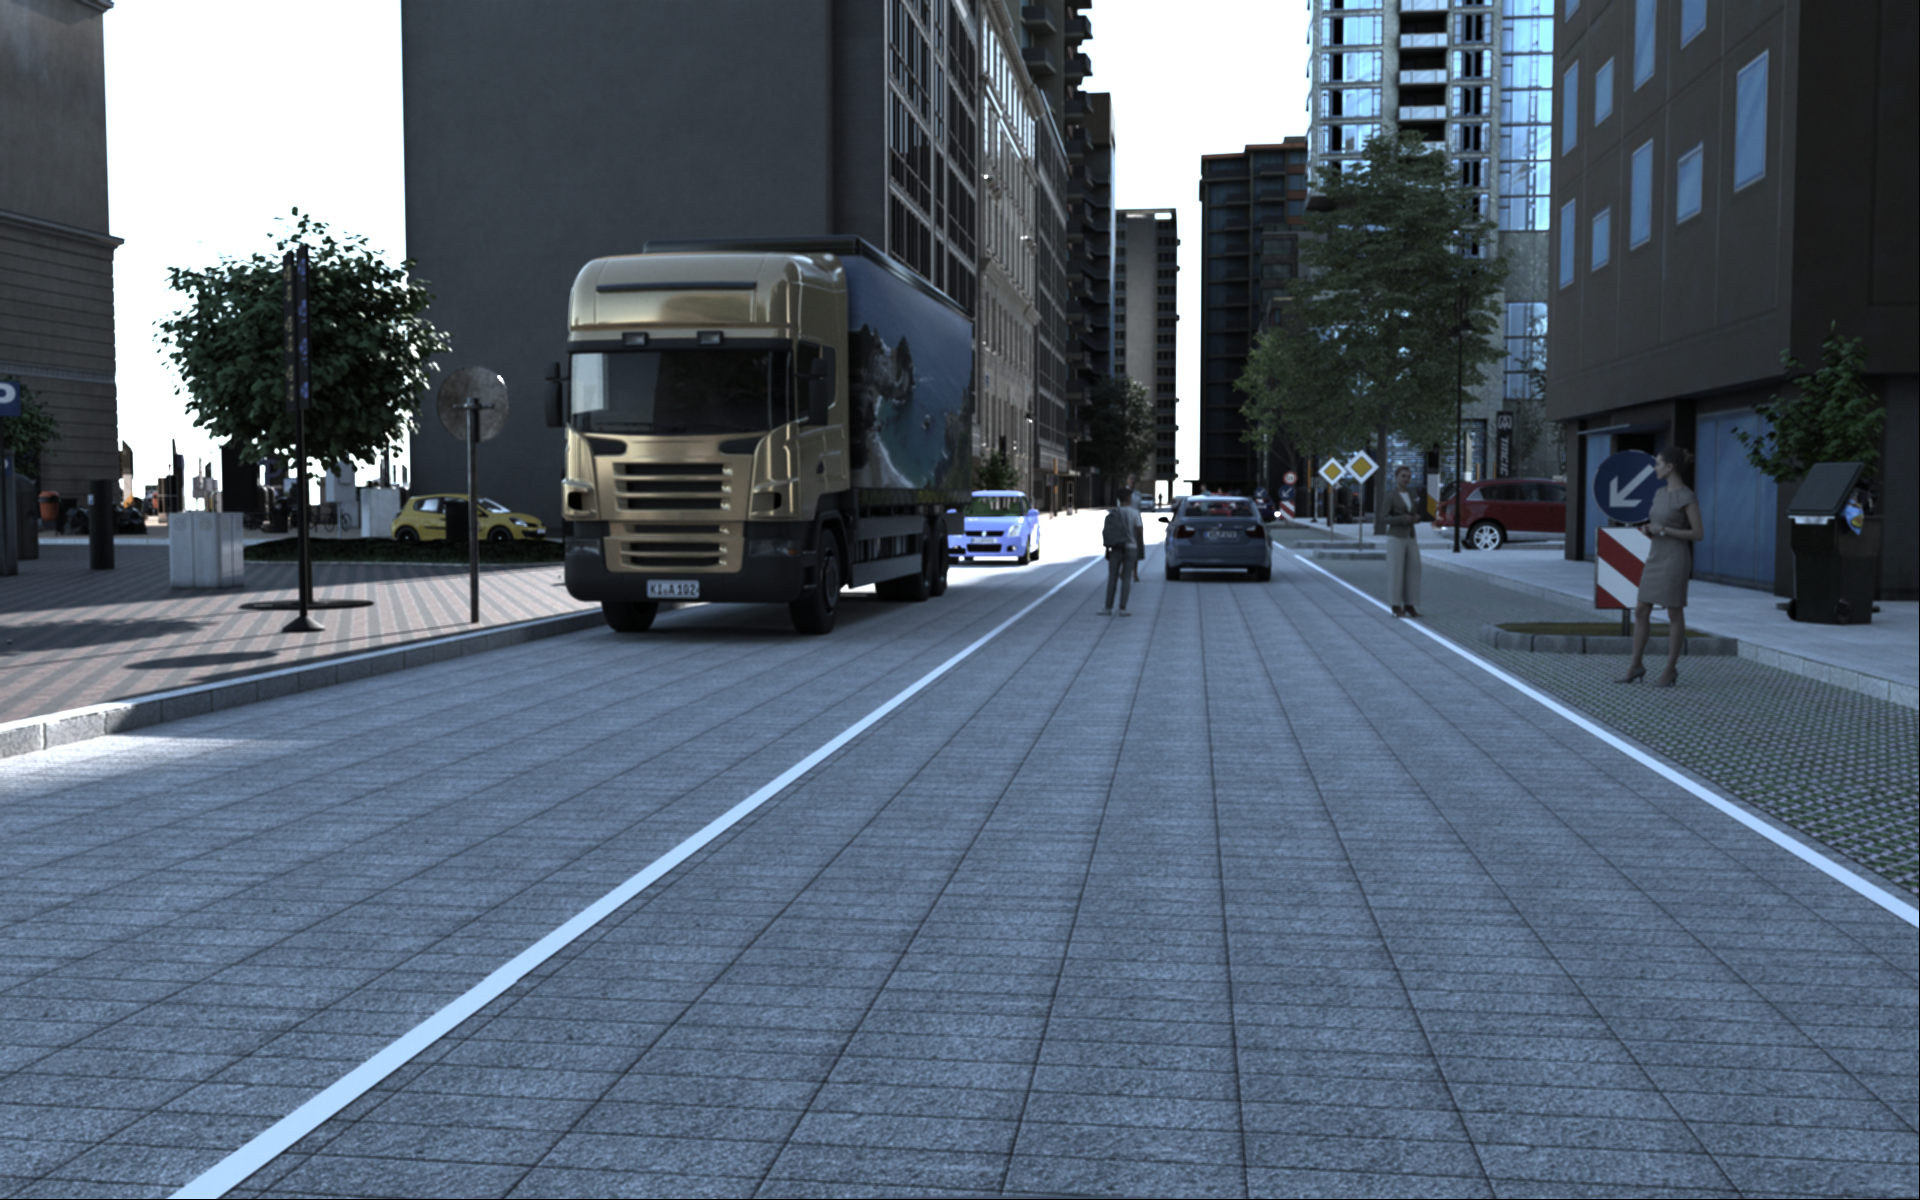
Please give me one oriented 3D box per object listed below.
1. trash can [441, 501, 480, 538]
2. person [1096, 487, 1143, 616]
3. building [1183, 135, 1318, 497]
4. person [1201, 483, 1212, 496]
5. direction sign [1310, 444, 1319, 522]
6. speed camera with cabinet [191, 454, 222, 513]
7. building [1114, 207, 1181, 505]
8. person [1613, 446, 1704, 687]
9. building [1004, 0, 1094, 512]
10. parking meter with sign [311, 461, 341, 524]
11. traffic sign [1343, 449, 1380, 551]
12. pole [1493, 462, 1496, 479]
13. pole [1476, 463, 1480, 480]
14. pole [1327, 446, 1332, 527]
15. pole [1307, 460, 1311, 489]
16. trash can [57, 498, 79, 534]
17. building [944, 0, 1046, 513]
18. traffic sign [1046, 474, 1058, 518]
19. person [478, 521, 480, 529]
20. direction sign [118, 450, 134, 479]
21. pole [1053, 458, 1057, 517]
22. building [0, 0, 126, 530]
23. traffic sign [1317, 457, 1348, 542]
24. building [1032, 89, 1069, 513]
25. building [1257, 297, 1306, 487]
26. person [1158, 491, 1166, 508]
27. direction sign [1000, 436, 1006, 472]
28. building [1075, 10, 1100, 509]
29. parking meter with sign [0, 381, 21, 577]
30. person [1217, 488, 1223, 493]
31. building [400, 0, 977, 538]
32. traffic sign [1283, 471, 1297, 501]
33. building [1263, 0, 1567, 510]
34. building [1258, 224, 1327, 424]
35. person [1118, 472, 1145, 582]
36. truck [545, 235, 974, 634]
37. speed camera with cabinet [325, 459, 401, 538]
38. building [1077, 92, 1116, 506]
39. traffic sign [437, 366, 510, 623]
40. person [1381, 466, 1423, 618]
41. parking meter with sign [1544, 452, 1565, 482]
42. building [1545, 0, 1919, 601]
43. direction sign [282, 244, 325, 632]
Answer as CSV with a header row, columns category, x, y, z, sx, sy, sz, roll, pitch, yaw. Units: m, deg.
category,x,y,z,sx,sy,sz,roll,pitch,yaw
trash can,-10.045,-1.421,34.887,0.748,1.137,0.748,0,3,0
person,1.878,-0.571,20.424,0.503,1.515,0.523,-1,4,-19
building,42.296,-34.233,214.326,28.867,44.769,22.147,0,4,8
person,8.844,-3.260,61.826,0.620,1.820,0.660,-2,4,-35
direction sign,16.107,-5.302,78.683,0.379,3.537,0.876,-1,4,-12
speed camera with cabinet,-37.221,-5.633,86.428,2.038,3.252,0.660,-2,4,-30
building,16.192,-32.456,222.538,23.993,40.220,32.217,0,4,8
person,5.168,-0.242,12.790,0.374,1.781,0.599,-1,4,-17
building,-0.900,-29.579,138.233,22.147,44.769,28.867,0,4,8
parking meter with sign,-26.741,-4.719,73.415,1.738,3.016,0.543,1,4,21
traffic sign,8.969,-2.147,38.747,0.795,2.450,0.064,0,4,8
pole,34.292,-7.170,111.079,0.158,3.312,0.155,0,3,0
pole,34.383,-7.413,115.051,0.158,3.312,0.155,0,3,0
pole,14.592,-4.552,68.266,0.158,3.312,0.155,0,3,0
pole,20.697,-6.657,102.681,0.158,3.312,0.155,0,3,0
trash can,-29.020,-2.728,56.257,0.748,1.137,0.748,0,3,0
building,-3.039,-17.609,85.162,12.463,27.353,25.104,0,4,8
traffic sign,4.696,-5.277,88.403,0.606,2.300,0.079,1,4,17
person,-12.393,-1.853,43.817,0.505,1.210,0.382,-1,4,-16
direction sign,-43.434,-6.010,90.253,0.379,3.537,0.876,2,4,30
pole,5.428,-6.400,98.482,0.158,3.312,0.155,0,3,0
building,-42.367,-16.770,60.087,20.117,28.700,13.634,0,4,8
traffic sign,10.024,-2.631,46.662,0.795,2.450,0.064,0,4,8
building,-1.073,-19.342,109.756,14.314,27.812,24.014,0,4,8
building,42.846,-19.548,164.650,27.650,21.520,28.899,0,4,8
person,20.824,-10.372,178.610,0.750,1.759,0.617,-1,4,-17
direction sign,1.671,-4.630,67.692,0.379,3.537,0.876,-1,4,-13
building,2.814,-44.321,162.892,20.563,71.187,20.611,0,4,8
parking meter with sign,-15.168,-1.904,27.393,0.543,3.016,1.738,-2,4,-31
person,17.133,-6.486,114.458,0.656,1.842,0.836,-1,4,-14
building,-7.661,-16.362,61.032,14.314,27.812,24.014,0,4,8
traffic sign,18.403,-5.902,96.596,0.768,2.556,0.104,1,4,12
building,35.774,-50.200,133.448,22.319,86.520,31.000,0,4,8
building,39.230,-25.371,186.509,14.160,30.474,14.107,0,4,8
person,2.791,-1.214,28.579,0.478,1.798,0.641,-1,4,-10
truck,-1.912,-1.976,21.214,2.839,4.237,11.283,1,4,9
speed camera with cabinet,-17.300,-3.416,50.194,0.660,3.252,2.038,3,5,44
building,9.667,-33.059,190.625,14.200,45.320,14.600,0,4,8
traffic sign,-4.840,-1.046,17.209,0.768,2.556,0.104,1,4,9
person,5.133,-0.671,20.026,0.519,1.759,0.362,-2,4,-28
parking meter with sign,24.531,-4.609,71.619,1.738,3.016,0.543,-2,4,-28
building,17.526,-22.945,25.263,14.600,45.320,14.200,0,4,8
direction sign,-6.163,-1.478,16.162,0.379,3.537,0.876,-2,4,-34
